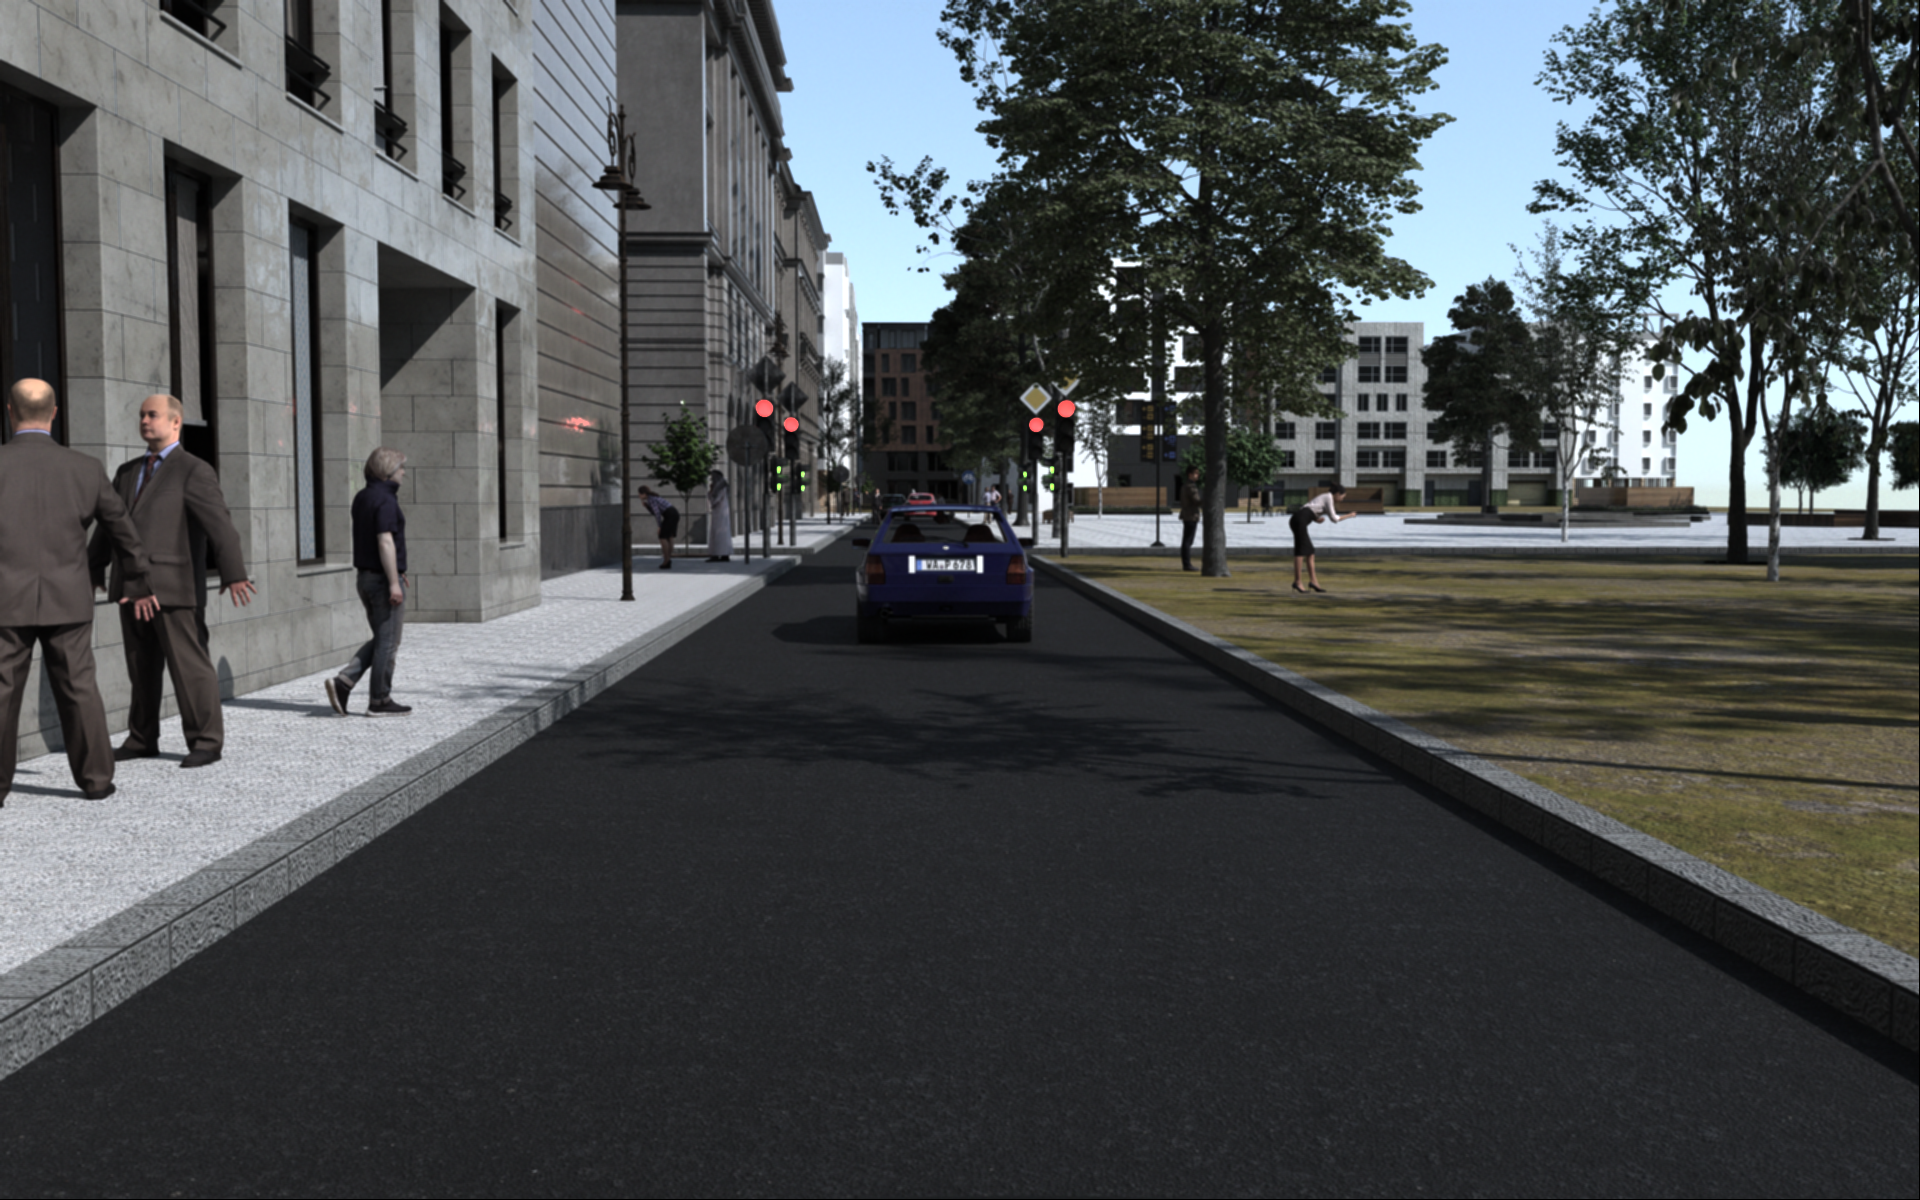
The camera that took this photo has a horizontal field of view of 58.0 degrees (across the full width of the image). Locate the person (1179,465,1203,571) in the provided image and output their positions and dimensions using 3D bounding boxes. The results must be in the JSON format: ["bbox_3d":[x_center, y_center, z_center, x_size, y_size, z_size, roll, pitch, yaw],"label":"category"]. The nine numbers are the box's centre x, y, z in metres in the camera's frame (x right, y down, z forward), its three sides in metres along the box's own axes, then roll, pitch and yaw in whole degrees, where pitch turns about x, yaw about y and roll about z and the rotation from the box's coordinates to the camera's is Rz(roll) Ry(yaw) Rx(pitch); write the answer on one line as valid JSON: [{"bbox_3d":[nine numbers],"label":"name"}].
[{"bbox_3d":[4.012,-1.365,28.886,0.750,1.759,0.617,1,4,11],"label":"person"}]

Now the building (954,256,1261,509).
[{"bbox_3d":[14.067,-19.664,165.483,27.936,21.610,32.646,0,4,-2],"label":"building"}]

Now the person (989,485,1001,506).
[{"bbox_3d":[1.497,-4.494,80.454,0.756,1.711,0.436,2,4,35],"label":"person"}]

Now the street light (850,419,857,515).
[{"bbox_3d":[-6.463,-8.061,104.577,0.468,5.910,1.993,0,4,-2],"label":"street light"}]

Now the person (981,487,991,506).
[{"bbox_3d":[1.142,-4.080,74.814,0.516,1.574,0.319,-3,5,-43],"label":"person"}]

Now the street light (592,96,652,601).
[{"bbox_3d":[-4.008,-2.931,20.704,0.468,5.910,1.993,0,4,-2],"label":"street light"}]

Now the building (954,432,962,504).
[{"bbox_3d":[7.391,-20.238,187.307,16.016,20.091,11.380,0,4,-2],"label":"building"}]

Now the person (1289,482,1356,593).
[{"bbox_3d":[4.676,-0.813,22.531,0.799,1.438,0.628,-3,5,-42],"label":"person"}]

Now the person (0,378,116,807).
[{"bbox_3d":[-3.878,-0.038,7.213,0.990,1.755,0.434,-2,4,-33],"label":"person"}]

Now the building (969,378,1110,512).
[{"bbox_3d":[5.515,-11.805,135.155,9.099,9.664,28.070,0,4,-2],"label":"building"}]

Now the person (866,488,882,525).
[{"bbox_3d":[-3.970,-4.319,79.914,0.742,1.727,0.445,-2,4,-25],"label":"person"}]

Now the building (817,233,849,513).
[{"bbox_3d":[-15.902,-16.329,123.400,16.016,20.091,11.380,0,4,-2],"label":"building"}]

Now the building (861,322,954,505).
[{"bbox_3d":[4.285,-22.820,217.076,32.646,21.610,27.936,0,4,-2],"label":"building"}]

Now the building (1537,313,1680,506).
[{"bbox_3d":[68.745,-20.229,187.171,11.380,20.091,16.016,0,4,-2],"label":"building"}]

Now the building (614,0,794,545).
[{"bbox_3d":[-12.648,-13.021,54.688,13.314,21.916,24.055,0,4,-2],"label":"building"}]

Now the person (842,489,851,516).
[{"bbox_3d":[-6.653,-5.728,100.386,0.600,1.739,0.565,2,4,33],"label":"person"}]

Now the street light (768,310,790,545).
[{"bbox_3d":[-4.549,-4.340,43.743,0.468,5.910,1.993,0,4,-2],"label":"street light"}]

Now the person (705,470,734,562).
[{"bbox_3d":[-4.585,-1.596,32.810,0.621,1.740,0.551,-2,4,-25],"label":"person"}]

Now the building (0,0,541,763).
[{"bbox_3d":[-9.779,-9.550,10.898,10.420,20.320,16.860,0,4,-2],"label":"building"}]

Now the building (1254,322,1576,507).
[{"bbox_3d":[47.326,-19.570,186.429,31.486,18.905,16.747,0,4,-2],"label":"building"}]

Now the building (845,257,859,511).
[{"bbox_3d":[-17.311,-17.024,144.798,16.747,18.905,31.486,0,4,-2],"label":"building"}]

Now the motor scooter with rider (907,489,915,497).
[{"bbox_3d":[-2.850,-6.054,107.944,0.876,1.779,1.986,0,4,-2],"label":"motor scooter with rider"}]

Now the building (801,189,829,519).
[{"bbox_3d":[-12.950,-14.132,95.691,10.561,19.102,19.286,0,4,-2],"label":"building"}]

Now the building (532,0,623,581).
[{"bbox_3d":[-18.322,-14.003,26.214,25.104,27.353,12.463,0,4,-2],"label":"building"}]

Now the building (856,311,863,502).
[{"bbox_3d":[-17.579,-18.974,166.647,16.016,20.091,11.380,0,4,-2],"label":"building"}]

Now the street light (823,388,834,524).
[{"bbox_3d":[-5.611,-6.180,73.831,0.468,5.910,1.993,0,4,-2],"label":"street light"}]

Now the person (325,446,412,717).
[{"bbox_3d":[-3.401,-0.107,10.004,0.471,1.553,0.569,0,4,-4],"label":"person"}]

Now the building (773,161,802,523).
[{"bbox_3d":[-13.025,-12.953,76.402,10.561,19.102,19.286,0,4,-2],"label":"building"}]

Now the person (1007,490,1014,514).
[{"bbox_3d":[3.184,-6.173,109.242,0.482,1.546,0.388,-3,4,-36],"label":"person"}]

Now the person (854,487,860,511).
[{"bbox_3d":[-7.547,-7.397,127.430,0.683,1.767,0.568,-3,4,-38],"label":"person"}]

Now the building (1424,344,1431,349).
[{"bbox_3d":[57.930,-21.822,213.212,11.380,20.091,16.016,0,4,-2],"label":"building"}]

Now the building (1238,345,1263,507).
[{"bbox_3d":[25.439,-20.132,185.584,11.380,20.091,16.016,0,4,-2],"label":"building"}]

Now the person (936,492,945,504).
[{"bbox_3d":[-0.917,-4.332,81.802,0.523,1.526,0.387,3,5,42],"label":"person"}]

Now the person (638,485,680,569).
[{"bbox_3d":[-5.149,-1.246,29.641,0.697,1.427,0.421,0,4,-6],"label":"person"}]

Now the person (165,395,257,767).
[{"bbox_3d":[-3.804,-0.101,8.246,0.990,1.755,0.434,1,4,22],"label":"person"}]
